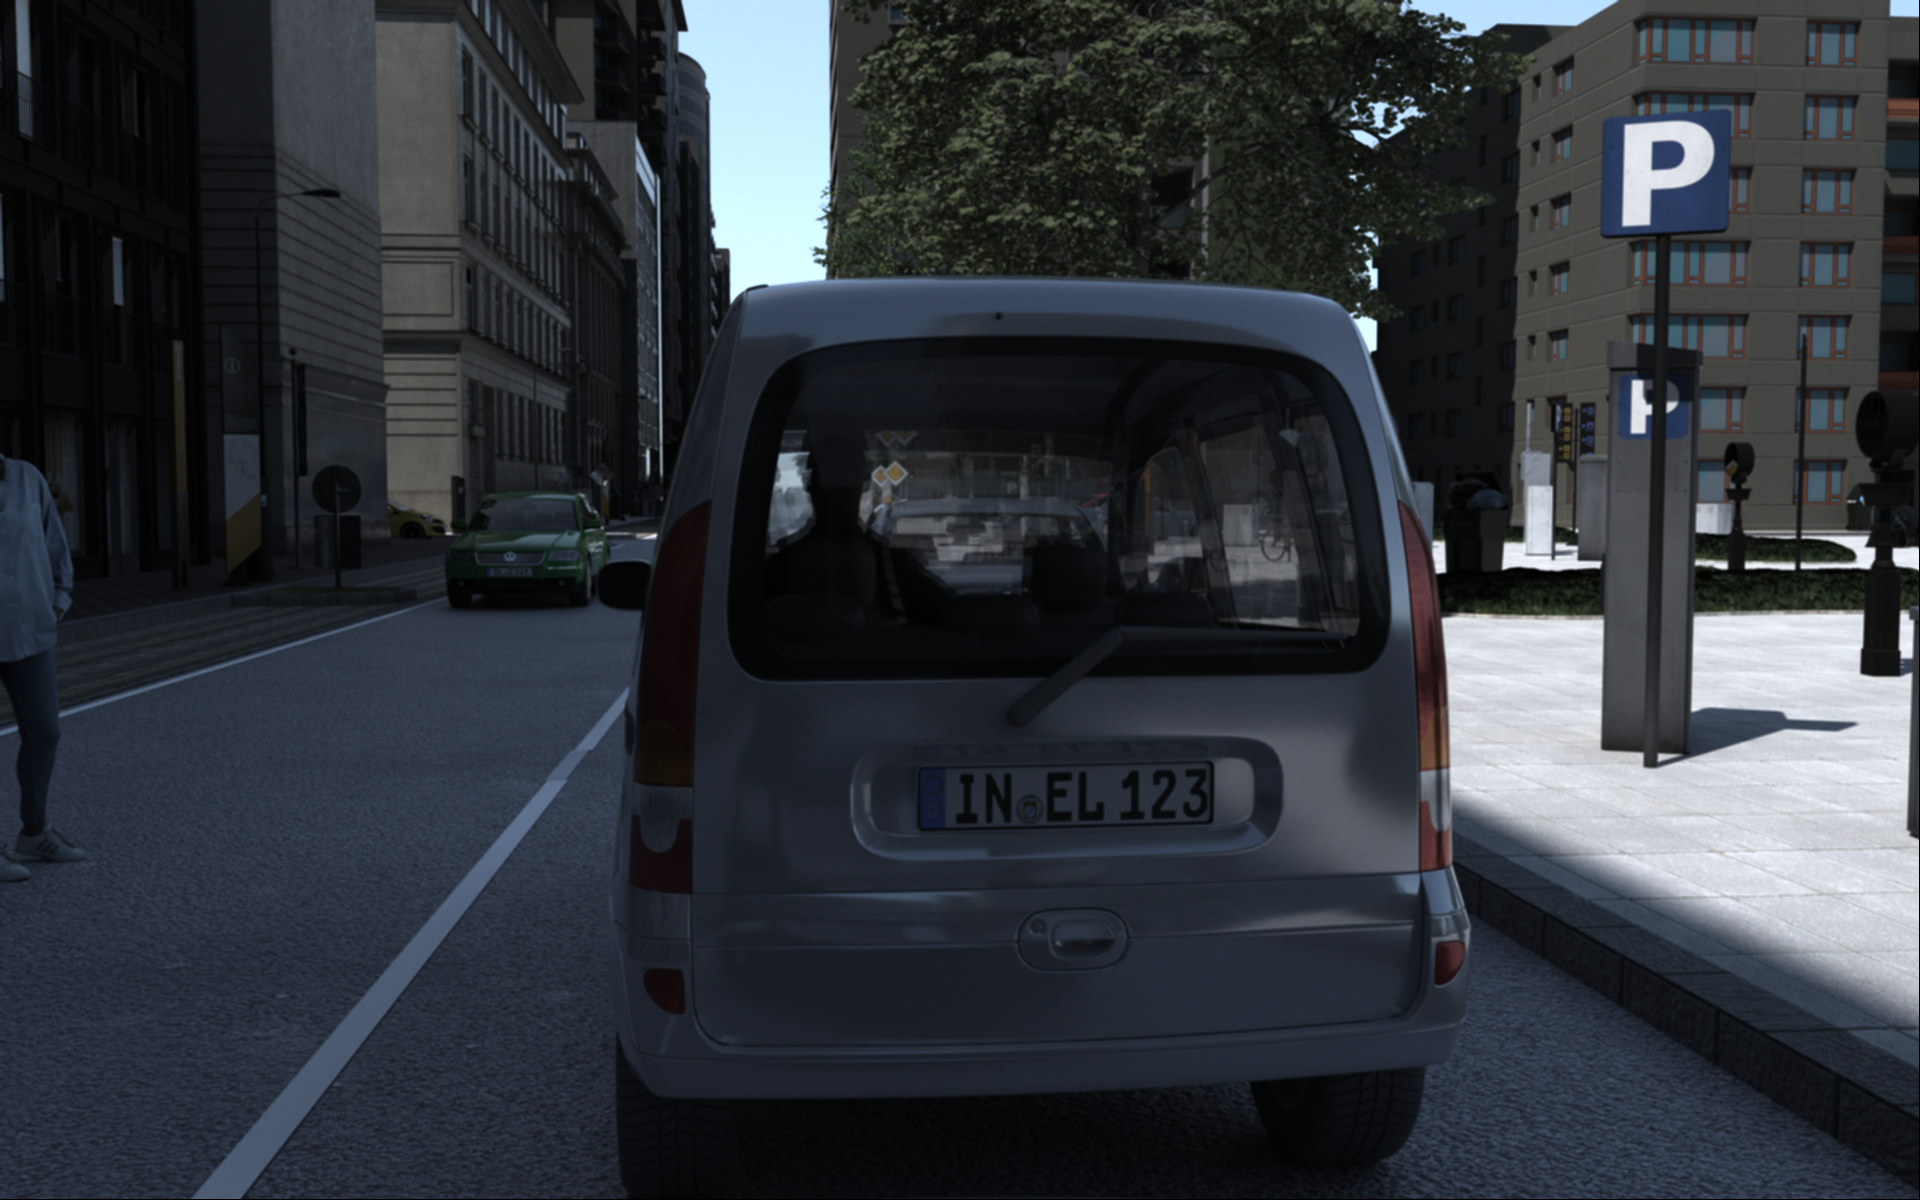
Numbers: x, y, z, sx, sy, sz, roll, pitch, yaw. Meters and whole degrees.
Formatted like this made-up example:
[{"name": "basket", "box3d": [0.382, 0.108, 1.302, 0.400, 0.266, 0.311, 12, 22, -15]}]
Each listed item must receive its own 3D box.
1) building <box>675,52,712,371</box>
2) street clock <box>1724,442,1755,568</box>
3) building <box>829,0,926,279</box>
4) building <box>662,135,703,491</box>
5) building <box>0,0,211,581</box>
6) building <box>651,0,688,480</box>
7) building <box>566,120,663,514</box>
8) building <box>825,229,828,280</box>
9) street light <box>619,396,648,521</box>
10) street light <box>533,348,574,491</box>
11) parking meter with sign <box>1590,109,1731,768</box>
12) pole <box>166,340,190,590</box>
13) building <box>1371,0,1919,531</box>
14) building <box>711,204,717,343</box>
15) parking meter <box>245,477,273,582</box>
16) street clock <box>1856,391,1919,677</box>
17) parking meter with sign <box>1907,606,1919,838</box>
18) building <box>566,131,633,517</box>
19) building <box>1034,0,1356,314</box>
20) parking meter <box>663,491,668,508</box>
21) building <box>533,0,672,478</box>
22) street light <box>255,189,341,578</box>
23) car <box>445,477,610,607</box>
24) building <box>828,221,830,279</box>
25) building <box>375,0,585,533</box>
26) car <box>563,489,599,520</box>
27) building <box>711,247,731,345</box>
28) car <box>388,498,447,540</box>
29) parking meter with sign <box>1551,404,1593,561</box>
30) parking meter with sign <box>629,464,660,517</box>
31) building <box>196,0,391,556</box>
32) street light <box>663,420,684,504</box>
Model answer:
[{"name": "building", "box3d": [-43.826, -41.911, 227.243, 21.231, 58.520, 28.212, 0, 4, -6]}, {"name": "street clock", "box3d": [10.912, -1.207, 24.299, 0.358, 2.002, 0.471, 0, 4, 1]}, {"name": "building", "box3d": [1.841, -30.408, 120.867, 21.300, 48.544, 21.600, 0, 4, -6]}, {"name": "building", "box3d": [-35.949, -31.086, 191.844, 14.154, 41.232, 14.086, 0, 4, -6]}, {"name": "building", "box3d": [-18.854, -11.765, 22.033, 12.332, 23.373, 15.834, 0, 4, -6]}, {"name": "building", "box3d": [-41.669, -35.526, 170.089, 28.713, 52.752, 27.495, 0, 4, -6]}, {"name": "building", "box3d": [-27.431, -18.437, 119.468, 12.078, 24.808, 19.932, 0, 4, -6]}, {"name": "building", "box3d": [-10.315, -38.042, 276.613, 22.147, 44.769, 28.867, 0, 4, -6]}, {"name": "street light", "box3d": [-15.477, -6.701, 82.100, 1.470, 5.913, 1.316, 0, 4, -6]}, {"name": "street light", "box3d": [-13.012, -5.063, 55.323, 1.470, 5.913, 1.316, 0, 4, -6]}, {"name": "parking meter with sign", "box3d": [3.547, -0.767, 8.808, 0.543, 3.016, 1.738, 1, 4, 22]}, {"name": "pole", "box3d": [-10.435, -1.790, 23.108, 0.158, 3.312, 0.155, 0, 3, 0]}, {"name": "building", "box3d": [36.260, -14.012, 74.139, 28.899, 21.520, 27.650, 0, 4, -6]}, {"name": "building", "box3d": [-47.518, -38.959, 256.591, 23.786, 49.044, 30.456, 0, 4, -6]}, {"name": "parking meter", "box3d": [-10.312, -1.041, 25.431, 0.372, 1.533, 0.369, 0, 3, 0]}, {"name": "street clock", "box3d": [6.513, -0.467, 12.199, 0.358, 2.002, 0.471, 0, 4, 1]}, {"name": "parking meter with sign", "box3d": [4.419, -0.611, 6.244, 1.738, 3.016, 0.543, 0, 4, -1]}, {"name": "building", "box3d": [-26.150, -15.639, 97.495, 13.314, 21.916, 24.055, 0, 4, -6]}, {"name": "building", "box3d": [6.119, -23.357, 65.478, 14.086, 41.232, 14.154, 0, 4, -6]}, {"name": "parking meter", "box3d": [-22.031, -7.413, 129.616, 0.372, 1.533, 0.369, 0, 3, 0]}, {"name": "building", "box3d": [-35.646, -29.849, 142.656, 22.147, 44.769, 28.867, 0, 4, -6]}, {"name": "street light", "box3d": [-10.112, -3.297, 26.447, 1.470, 5.913, 1.316, 0, 4, -6]}, {"name": "car", "box3d": [-5.782, -0.897, 23.460, 1.959, 1.807, 4.718, 0, 4, -7]}, {"name": "building", "box3d": [-12.407, -34.947, 254.981, 14.154, 41.232, 14.086, 0, 4, -6]}, {"name": "building", "box3d": [-25.095, -14.504, 70.431, 16.112, 22.955, 30.059, 0, 4, -6]}, {"name": "car", "box3d": [-10.041, -2.103, 43.185, 1.959, 1.807, 4.718, 0, 4, -5]}, {"name": "building", "box3d": [-44.233, -36.446, 279.481, 14.154, 41.232, 14.086, 0, 4, -6]}, {"name": "car", "box3d": [-17.265, -2.509, 51.241, 3.980, 1.641, 2.015, 0, 4, -6]}, {"name": "parking meter with sign", "box3d": [12.247, -2.257, 33.164, 1.738, 3.016, 0.543, 2, 4, 29]}, {"name": "parking meter with sign", "box3d": [-17.981, -6.269, 98.763, 1.738, 3.016, 0.543, -3, 5, -39]}, {"name": "building", "box3d": [-23.348, -11.627, 39.258, 18.267, 20.994, 9.793, 0, 4, -6]}, {"name": "street light", "box3d": [-18.039, -8.332, 108.761, 1.470, 5.913, 1.316, 0, 4, -6]}]
